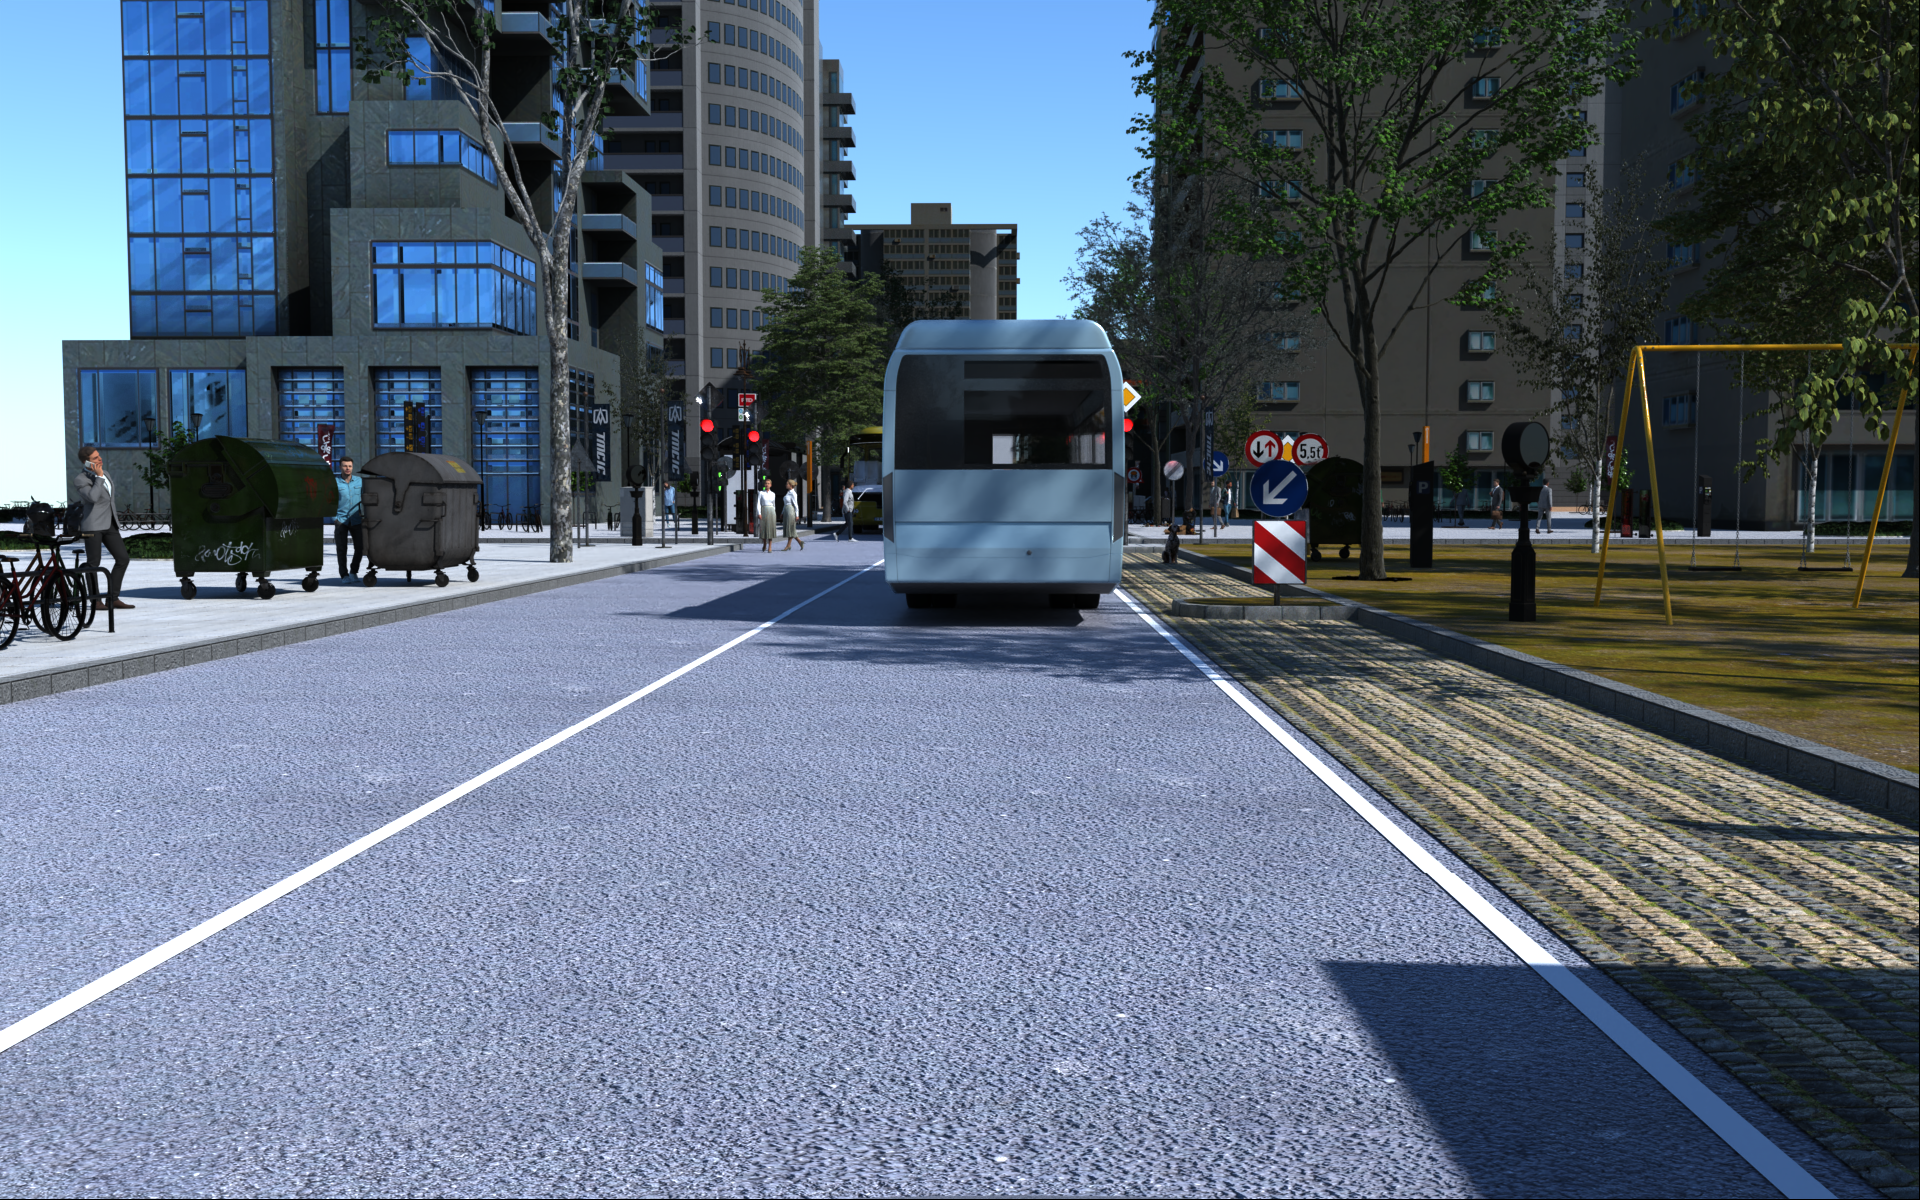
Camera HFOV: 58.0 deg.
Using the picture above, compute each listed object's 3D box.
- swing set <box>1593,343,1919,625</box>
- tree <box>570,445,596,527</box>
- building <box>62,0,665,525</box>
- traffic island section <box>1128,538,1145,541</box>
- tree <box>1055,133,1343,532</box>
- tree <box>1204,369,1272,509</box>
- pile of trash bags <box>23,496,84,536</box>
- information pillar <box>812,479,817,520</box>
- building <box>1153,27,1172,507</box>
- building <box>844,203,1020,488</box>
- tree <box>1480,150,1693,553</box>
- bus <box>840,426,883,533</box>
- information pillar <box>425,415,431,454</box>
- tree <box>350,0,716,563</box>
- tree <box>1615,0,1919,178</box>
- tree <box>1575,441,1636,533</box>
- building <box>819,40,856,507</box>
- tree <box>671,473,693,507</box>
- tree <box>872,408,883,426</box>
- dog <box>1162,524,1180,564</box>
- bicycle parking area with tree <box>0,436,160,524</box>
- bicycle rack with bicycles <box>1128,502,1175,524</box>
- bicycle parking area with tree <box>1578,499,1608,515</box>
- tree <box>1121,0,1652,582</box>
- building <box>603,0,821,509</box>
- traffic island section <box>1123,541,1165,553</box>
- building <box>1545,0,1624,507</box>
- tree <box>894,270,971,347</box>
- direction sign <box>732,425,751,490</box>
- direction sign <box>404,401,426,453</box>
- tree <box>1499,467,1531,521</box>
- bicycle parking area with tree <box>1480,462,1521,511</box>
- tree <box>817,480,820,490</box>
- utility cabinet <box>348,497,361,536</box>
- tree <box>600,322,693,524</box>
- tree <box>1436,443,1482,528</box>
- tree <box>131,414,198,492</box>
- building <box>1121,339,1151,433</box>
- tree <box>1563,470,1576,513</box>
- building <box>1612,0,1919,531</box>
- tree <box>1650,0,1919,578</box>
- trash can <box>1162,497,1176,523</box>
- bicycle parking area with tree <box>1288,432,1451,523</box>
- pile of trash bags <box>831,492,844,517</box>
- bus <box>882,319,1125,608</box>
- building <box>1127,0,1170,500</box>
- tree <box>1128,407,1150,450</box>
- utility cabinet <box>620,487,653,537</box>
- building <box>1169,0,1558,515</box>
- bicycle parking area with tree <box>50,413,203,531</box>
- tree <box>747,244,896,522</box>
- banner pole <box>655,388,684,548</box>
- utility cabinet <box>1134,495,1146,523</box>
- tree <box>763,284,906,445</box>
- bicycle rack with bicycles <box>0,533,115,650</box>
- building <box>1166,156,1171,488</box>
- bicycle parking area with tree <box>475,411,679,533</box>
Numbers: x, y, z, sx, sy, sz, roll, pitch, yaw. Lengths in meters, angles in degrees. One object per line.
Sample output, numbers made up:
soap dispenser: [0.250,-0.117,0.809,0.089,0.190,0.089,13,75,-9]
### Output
swing set: [8.405,-1.258,18.190,3.119,2.851,2.862,0,4,6]
tree: [-15.269,-4.486,67.953,1.663,3.219,1.824,0,3,0]
building: [-26.882,-47.169,83.886,22.319,86.520,31.000,0,4,2]
traffic island section: [4.353,-1.772,51.247,2.009,0.180,2.903,0,4,2]
tree: [7.891,-9.078,58.788,12.009,13.543,11.850,0,3,0]
tree: [16.353,-9.286,102.185,4.737,8.622,4.395,0,3,0]
pile of trash bags: [-28.103,-2.618,52.563,3.447,1.369,1.912,-1,4,-17]
information pillar: [-7.140,-4.894,84.511,0.304,2.012,0.304,1,4,10]
building: [24.332,-28.853,155.339,14.154,41.232,14.086,0,4,2]
building: [-3.934,-33.157,233.991,23.993,40.220,32.217,0,4,2]
tree: [13.699,-5.333,37.554,4.360,8.622,3.978,0,3,0]
bus: [-2.734,-4.586,66.531,2.896,3.916,12.252,0,3,0]
information pillar: [-15.862,-3.668,51.331,0.504,3.616,0.183,2,4,29]
tree: [-8.832,-10.808,32.600,12.611,20.169,13.585,0,3,0]
tree: [6.404,-3.730,11.353,4.737,8.622,4.395,0,3,0]
tree: [21.804,-3.840,57.388,1.663,3.219,1.824,0,3,0]
building: [-26.505,-34.397,181.996,30.456,49.044,23.786,0,4,2]
tree: [-18.487,-7.451,116.421,1.663,3.219,1.824,0,3,0]
tree: [-5.209,-10.011,114.044,4.360,8.622,3.978,0,3,0]
dog: [4.424,-1.153,35.693,0.513,0.831,0.800,2,4,29]
bicycle parking area with tree: [-47.247,-6.137,87.337,8.231,4.147,9.016,1,4,20]
bicycle rack with bicycles: [7.926,-3.745,74.608,2.925,0.926,2.852,-1,4,-22]
bicycle parking area with tree: [42.177,-7.164,104.135,9.016,4.147,8.231,1,4,16]
tree: [5.981,-6.100,25.498,9.928,11.665,9.643,0,3,0]
building: [-23.348,-36.600,140.414,21.231,58.520,28.212,0,4,2]
traffic island section: [4.143,-1.283,43.265,2.009,0.180,2.903,0,4,2]
building: [69.311,-39.067,180.750,28.212,58.520,21.231,0,4,2]
tree: [-4.386,-17.250,137.933,12.611,20.169,13.585,0,3,0]
direction sign: [-7.143,-3.961,56.759,0.876,3.537,0.379,3,5,40]
direction sign: [-13.396,-3.097,42.626,0.379,3.537,0.876,1,4,15]
tree: [26.996,-5.428,83.343,1.663,3.219,1.824,0,3,0]
bicycle parking area with tree: [28.585,-6.871,99.341,8.231,4.147,9.016,2,4,35]
tree: [-10.758,-7.863,123.162,1.663,3.219,1.824,0,3,0]
utility cabinet: [-18.786,-2.594,53.581,0.306,1.237,1.020,-2,4,-33]
tree: [-13.092,-7.530,73.474,4.360,8.622,3.978,0,3,0]
tree: [18.905,-4.339,65.542,1.663,3.219,1.824,0,3,0]
tree: [-18.702,-2.878,41.656,1.663,3.219,1.824,0,3,0]
building: [22.434,-23.624,231.293,28.899,21.520,27.650,0,4,2]
tree: [41.391,-7.457,116.523,1.663,3.219,1.824,0,3,0]
building: [38.412,-27.194,68.330,21.600,48.544,21.300,0,4,2]
tree: [14.805,-6.635,26.604,7.486,12.596,7.792,0,3,0]
trash can: [9.270,-4.012,77.250,0.748,1.137,0.748,0,3,0]
bicycle parking area with tree: [18.471,-5.690,80.028,8.231,4.147,9.016,1,4,16]
pile of trash bags: [-6.461,-5.316,96.671,1.912,1.369,3.447,0,4,-2]
bus: [0.614,-1.837,24.901,2.948,3.499,13.247,0,4,1]
building: [28.250,-52.825,176.362,22.319,86.520,31.000,0,4,2]
tree: [8.821,-11.276,118.770,8.767,10.594,7.601,0,4,6]
utility cabinet: [-9.586,-2.605,51.273,1.173,1.500,0.318,3,5,41]
building: [25.613,-30.006,114.306,21.300,48.544,21.600,0,4,2]
bicycle parking area with tree: [-28.728,-4.690,63.677,9.016,4.147,8.231,-2,4,-29]
tree: [-6.254,-9.876,79.602,7.486,12.596,7.792,0,3,0]
banner pole: [-6.845,-3.115,40.952,0.863,3.779,0.401,2,4,28]
utility cabinet: [7.982,-4.023,76.935,0.306,1.237,1.020,1,4,20]
tree: [-5.896,-11.613,100.242,12.009,13.543,11.850,0,3,0]
bicycle rack with bicycles: [-8.711,-0.125,15.428,2.852,0.926,2.925,1,4,10]
building: [23.779,-22.623,141.594,14.160,30.474,14.107,0,4,2]
bicycle parking area with tree: [-14.275,-4.544,61.300,8.231,4.147,9.016,-1,4,-13]
